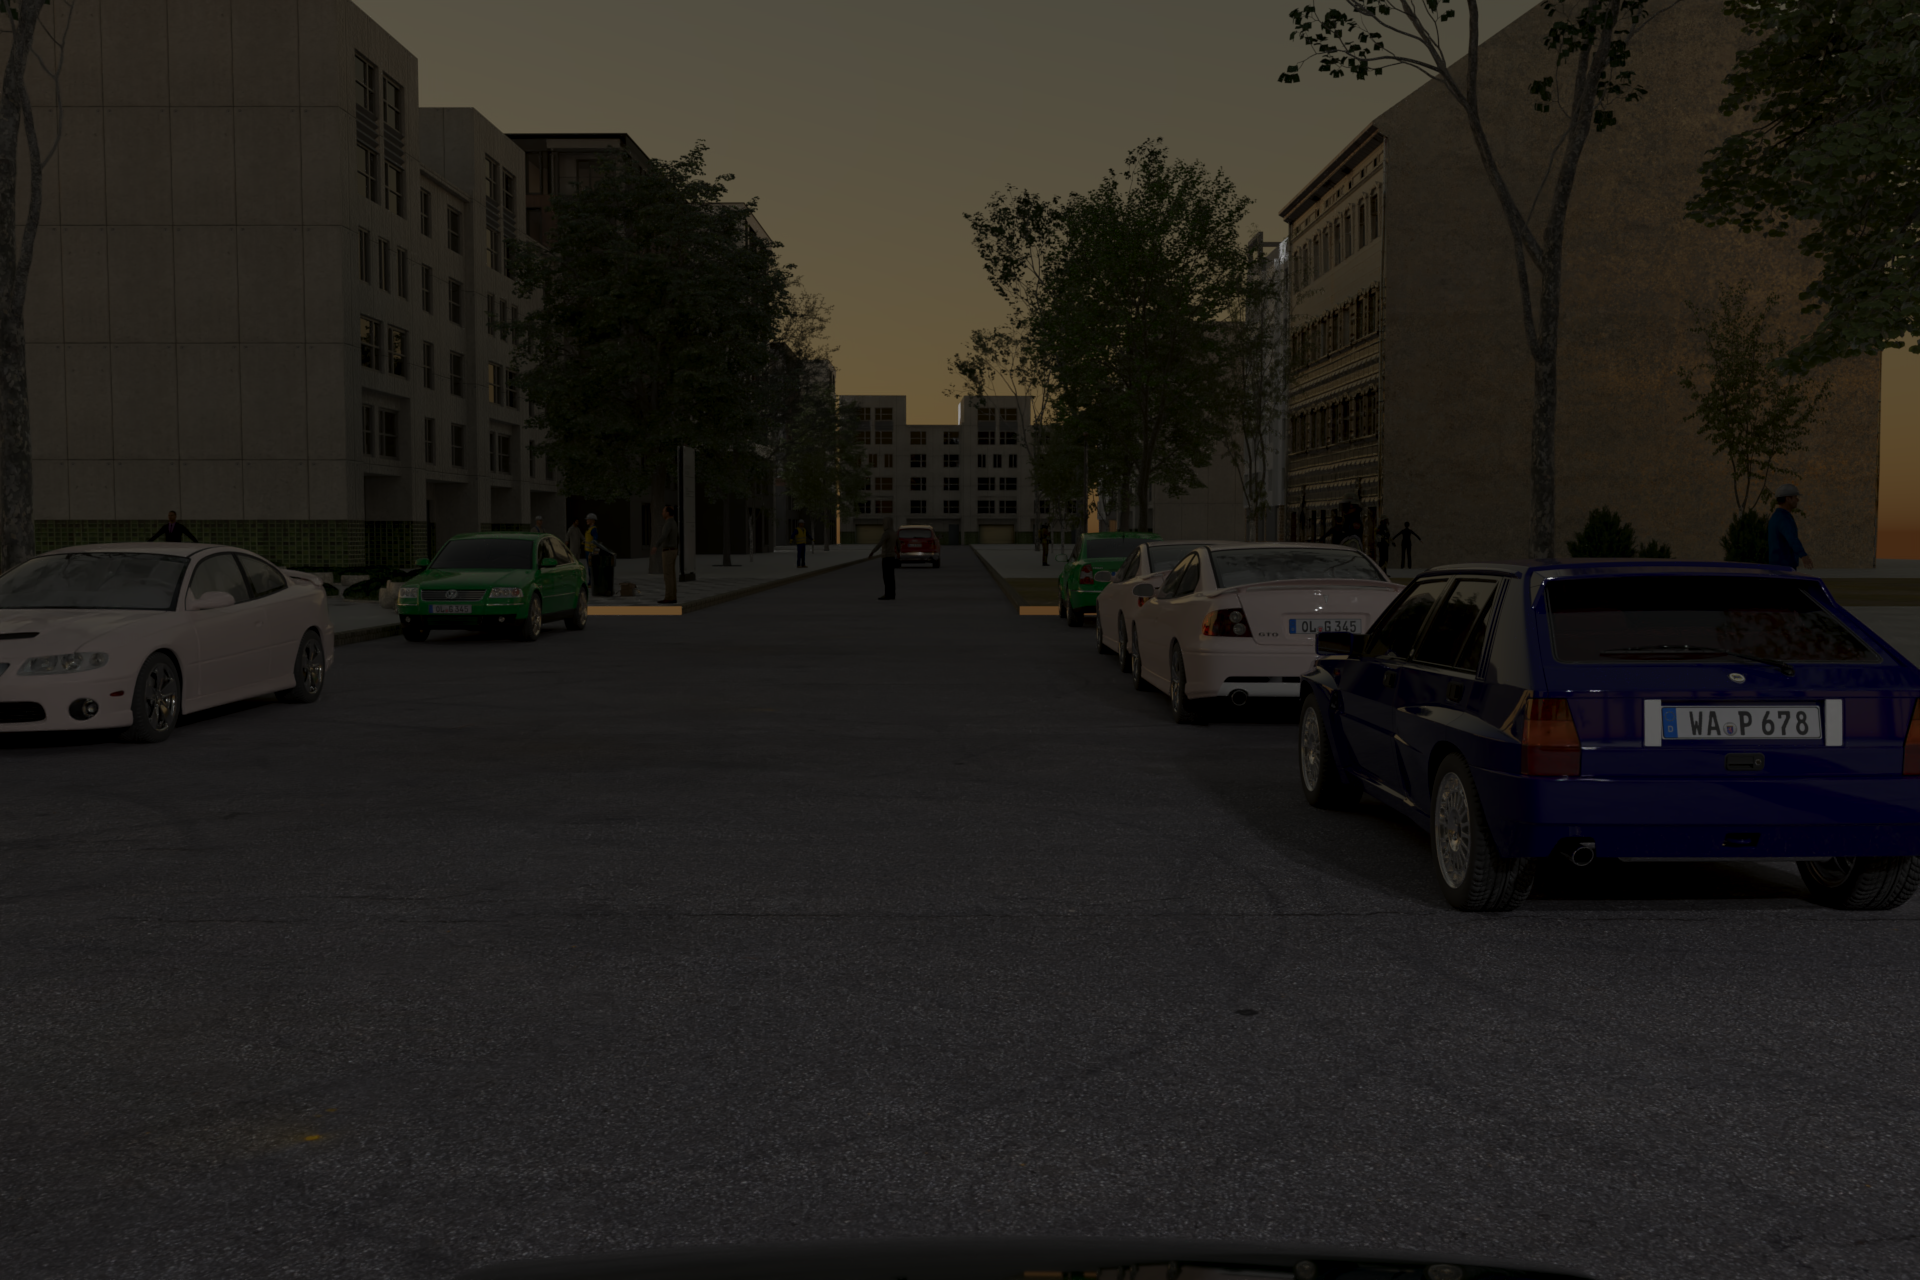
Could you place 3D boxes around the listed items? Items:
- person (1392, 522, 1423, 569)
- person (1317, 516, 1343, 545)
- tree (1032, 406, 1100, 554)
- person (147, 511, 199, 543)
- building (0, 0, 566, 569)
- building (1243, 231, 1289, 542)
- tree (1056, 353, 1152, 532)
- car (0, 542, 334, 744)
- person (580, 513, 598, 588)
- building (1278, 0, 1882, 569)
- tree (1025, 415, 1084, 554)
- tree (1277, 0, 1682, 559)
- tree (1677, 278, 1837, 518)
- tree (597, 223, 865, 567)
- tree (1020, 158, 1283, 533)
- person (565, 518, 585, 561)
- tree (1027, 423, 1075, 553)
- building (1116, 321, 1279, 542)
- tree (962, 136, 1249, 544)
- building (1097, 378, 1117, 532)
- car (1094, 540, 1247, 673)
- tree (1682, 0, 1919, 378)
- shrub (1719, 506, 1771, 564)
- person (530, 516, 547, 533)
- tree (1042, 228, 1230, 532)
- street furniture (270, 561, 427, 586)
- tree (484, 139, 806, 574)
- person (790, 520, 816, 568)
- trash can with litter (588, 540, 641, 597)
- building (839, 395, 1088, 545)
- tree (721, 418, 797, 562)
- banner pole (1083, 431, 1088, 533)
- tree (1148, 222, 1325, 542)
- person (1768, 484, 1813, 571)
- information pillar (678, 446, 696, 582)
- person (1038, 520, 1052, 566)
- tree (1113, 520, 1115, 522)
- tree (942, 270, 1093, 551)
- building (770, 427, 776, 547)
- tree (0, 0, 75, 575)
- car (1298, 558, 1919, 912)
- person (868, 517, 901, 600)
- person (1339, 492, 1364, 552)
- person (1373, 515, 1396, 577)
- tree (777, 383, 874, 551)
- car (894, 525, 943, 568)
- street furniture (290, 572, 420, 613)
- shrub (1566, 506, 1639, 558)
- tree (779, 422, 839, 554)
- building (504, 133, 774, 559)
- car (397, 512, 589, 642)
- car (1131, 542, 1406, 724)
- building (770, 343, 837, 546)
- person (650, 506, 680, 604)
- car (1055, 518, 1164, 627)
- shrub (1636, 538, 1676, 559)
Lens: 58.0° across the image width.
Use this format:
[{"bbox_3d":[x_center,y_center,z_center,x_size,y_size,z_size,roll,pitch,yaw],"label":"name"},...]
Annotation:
[{"bbox_3d":[16.410,-3.485,63.705,1.216,1.740,0.721,0,4,6],"label":"person"},{"bbox_3d":[11.119,-2.735,50.848,1.346,1.812,0.704,0,4,7],"label":"person"},{"bbox_3d":[5.768,-8.859,95.207,4.737,8.622,4.395,0,3,0],"label":"tree"},{"bbox_3d":[-17.535,-1.979,38.582,1.346,1.802,0.704,0,4,-1],"label":"person"},{"bbox_3d":[-28.478,-12.581,72.154,16.747,18.905,31.486,0,3,0],"label":"building"},{"bbox_3d":[23.262,-15.475,109.435,16.016,20.090,11.380,0,3,0],"label":"building"},{"bbox_3d":[5.991,-7.371,70.872,4.737,8.622,4.395,0,3,0],"label":"tree"},{"bbox_3d":[-6.404,-0.060,13.350,2.083,1.381,4.827,0,3,0],"label":"car"},{"bbox_3d":[-8.844,-2.123,41.168,0.721,1.772,1.216,-2,4,-25],"label":"person"},{"bbox_3d":[24.764,-14.787,72.700,19.493,23.208,18.063,0,4,0],"label":"building"},{"bbox_3d":[6.122,-9.460,105.026,4.737,8.622,4.395,0,3,0],"label":"tree"},{"bbox_3d":[8.697,-10.538,28.180,12.611,20.169,13.585,0,3,0],"label":"tree"},{"bbox_3d":[22.534,-6.068,49.575,4.737,8.622,4.395,0,3,0],"label":"tree"},{"bbox_3d":[-9.283,-9.659,68.302,12.009,13.543,11.850,0,3,0],"label":"tree"},{"bbox_3d":[5.188,-7.484,48.125,9.928,11.665,9.643,0,3,0],"label":"tree"},{"bbox_3d":[-12.562,-3.086,56.649,0.705,1.806,1.347,1,4,21],"label":"person"},{"bbox_3d":[6.263,-10.054,114.744,4.737,8.622,4.395,0,3,0],"label":"tree"},{"bbox_3d":[23.648,-17.497,152.539,16.747,18.905,31.486,0,4,0],"label":"building"},{"bbox_3d":[6.852,-13.879,82.804,12.611,20.169,13.585,0,3,0],"label":"tree"},{"bbox_3d":[21.472,-21.334,205.238,16.016,20.090,11.380,0,3,0],"label":"building"},{"bbox_3d":[2.577,-0.422,19.269,2.083,1.381,4.827,0,4,0],"label":"car"},{"bbox_3d":[8.800,-5.802,12.988,7.486,12.596,7.792,0,3,0],"label":"tree"},{"bbox_3d":[20.973,-2.535,45.874,1.690,2.028,1.600,0,3,0],"label":"shrub"},{"bbox_3d":[-12.984,-2.916,53.536,0.705,1.847,1.347,2,4,28],"label":"person"},{"bbox_3d":[6.309,-8.857,62.932,7.486,12.596,7.792,0,3,0],"label":"tree"},{"bbox_3d":[-15.418,-1.771,44.587,10.072,0.657,5.734,-3,4,-37],"label":"street furniture"},{"bbox_3d":[-9.812,-9.094,55.345,9.857,13.997,8.962,0,3,0],"label":"tree"},{"bbox_3d":[-6.018,-3.664,65.874,0.705,1.833,1.349,3,5,41],"label":"person"},{"bbox_3d":[-7.117,-1.485,35.667,1.055,1.170,0.624,0,4,-1],"label":"trash can with litter"},{"bbox_3d":[0.158,-21.930,227.465,31.486,18.905,16.747,0,4,-3],"label":"building"},{"bbox_3d":[-9.603,-7.898,79.490,4.360,8.622,3.978,0,3,0],"label":"tree"},{"bbox_3d":[3.069,-3.188,42.134,0.401,3.779,0.863,0,4,-1],"label":"banner pole"},{"bbox_3d":[7.074,-5.503,40.331,4.360,8.622,3.978,0,3,0],"label":"tree"},{"bbox_3d":[9.230,-0.822,19.328,0.705,1.842,1.347,1,4,13],"label":"person"},{"bbox_3d":[-7.419,-3.408,47.029,0.184,3.620,1.656,0,4,1],"label":"information pillar"},{"bbox_3d":[3.463,-3.906,69.628,0.705,1.858,1.354,0,4,-7],"label":"person"},{"bbox_3d":[21.284,-16.624,222.156,4.360,8.622,3.978,0,3,0],"label":"tree"},{"bbox_3d":[5.037,-16.546,126.416,12.611,20.169,13.585,0,3,0],"label":"tree"},{"bbox_3d":[-26.418,-17.573,153.781,16.747,18.905,31.486,0,4,0],"label":"building"},{"bbox_3d":[-13.364,-10.096,20.954,12.611,20.169,13.585,0,3,0],"label":"tree"},{"bbox_3d":[2.705,0.285,7.928,1.945,1.354,3.894,0,4,-1],"label":"car"},{"bbox_3d":[-1.588,-1.787,37.809,0.705,1.813,1.348,2,4,26],"label":"person"},{"bbox_3d":[5.272,-1.082,23.554,0.704,1.845,1.351,0,4,7],"label":"person"},{"bbox_3d":[12.500,-2.765,50.988,0.705,1.856,1.354,2,4,33],"label":"person"},{"bbox_3d":[-10.358,-12.932,129.565,7.486,12.596,7.792,0,3,0],"label":"tree"},{"bbox_3d":[-1.860,-3.994,73.975,2.281,1.827,5.304,0,3,0],"label":"car"},{"bbox_3d":[-11.853,-0.964,31.387,5.734,0.657,10.072,-1,4,-14],"label":"street furniture"},{"bbox_3d":[15.794,-2.335,42.601,1.690,2.028,1.600,0,3,0],"label":"shrub"},{"bbox_3d":[-9.601,-9.896,112.163,4.737,8.622,4.395,0,3,0],"label":"tree"},{"bbox_3d":[-27.235,-15.966,105.020,27.936,21.610,32.646,0,4,1],"label":"building"},{"bbox_3d":[-6.506,-0.958,24.463,1.959,1.807,4.718,0,4,0],"label":"car"},{"bbox_3d":[2.530,-0.126,14.426,2.083,1.381,4.827,0,4,-1],"label":"car"},{"bbox_3d":[-29.264,-21.818,200.702,27.936,21.610,32.646,0,4,0],"label":"building"},{"bbox_3d":[-5.401,-1.575,32.020,0.705,1.796,1.348,1,4,9],"label":"person"},{"bbox_3d":[2.555,-1.183,28.134,1.959,1.807,4.718,0,4,0],"label":"car"},{"bbox_3d":[14.755,-1.571,36.798,1.383,1.207,1.383,0,3,0],"label":"shrub"}]
